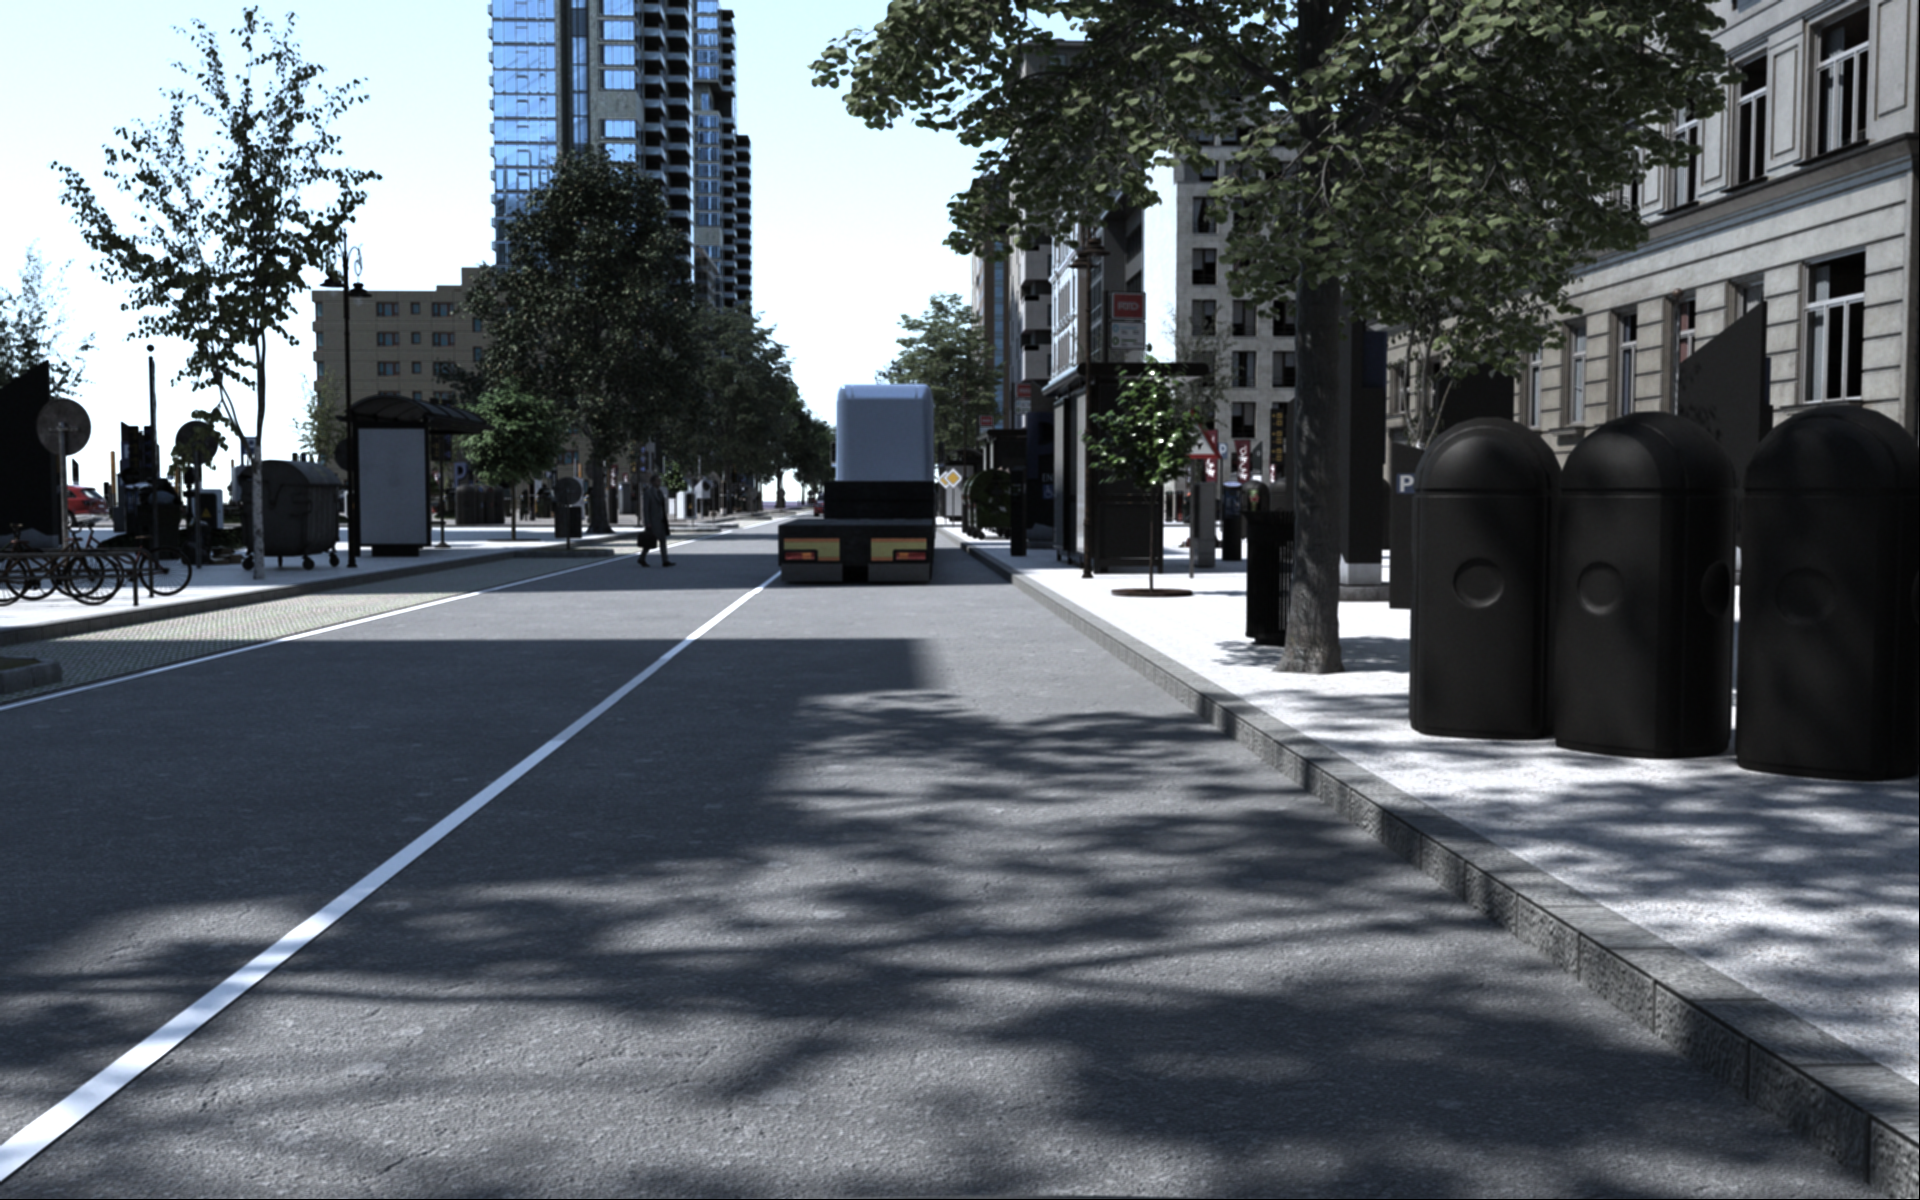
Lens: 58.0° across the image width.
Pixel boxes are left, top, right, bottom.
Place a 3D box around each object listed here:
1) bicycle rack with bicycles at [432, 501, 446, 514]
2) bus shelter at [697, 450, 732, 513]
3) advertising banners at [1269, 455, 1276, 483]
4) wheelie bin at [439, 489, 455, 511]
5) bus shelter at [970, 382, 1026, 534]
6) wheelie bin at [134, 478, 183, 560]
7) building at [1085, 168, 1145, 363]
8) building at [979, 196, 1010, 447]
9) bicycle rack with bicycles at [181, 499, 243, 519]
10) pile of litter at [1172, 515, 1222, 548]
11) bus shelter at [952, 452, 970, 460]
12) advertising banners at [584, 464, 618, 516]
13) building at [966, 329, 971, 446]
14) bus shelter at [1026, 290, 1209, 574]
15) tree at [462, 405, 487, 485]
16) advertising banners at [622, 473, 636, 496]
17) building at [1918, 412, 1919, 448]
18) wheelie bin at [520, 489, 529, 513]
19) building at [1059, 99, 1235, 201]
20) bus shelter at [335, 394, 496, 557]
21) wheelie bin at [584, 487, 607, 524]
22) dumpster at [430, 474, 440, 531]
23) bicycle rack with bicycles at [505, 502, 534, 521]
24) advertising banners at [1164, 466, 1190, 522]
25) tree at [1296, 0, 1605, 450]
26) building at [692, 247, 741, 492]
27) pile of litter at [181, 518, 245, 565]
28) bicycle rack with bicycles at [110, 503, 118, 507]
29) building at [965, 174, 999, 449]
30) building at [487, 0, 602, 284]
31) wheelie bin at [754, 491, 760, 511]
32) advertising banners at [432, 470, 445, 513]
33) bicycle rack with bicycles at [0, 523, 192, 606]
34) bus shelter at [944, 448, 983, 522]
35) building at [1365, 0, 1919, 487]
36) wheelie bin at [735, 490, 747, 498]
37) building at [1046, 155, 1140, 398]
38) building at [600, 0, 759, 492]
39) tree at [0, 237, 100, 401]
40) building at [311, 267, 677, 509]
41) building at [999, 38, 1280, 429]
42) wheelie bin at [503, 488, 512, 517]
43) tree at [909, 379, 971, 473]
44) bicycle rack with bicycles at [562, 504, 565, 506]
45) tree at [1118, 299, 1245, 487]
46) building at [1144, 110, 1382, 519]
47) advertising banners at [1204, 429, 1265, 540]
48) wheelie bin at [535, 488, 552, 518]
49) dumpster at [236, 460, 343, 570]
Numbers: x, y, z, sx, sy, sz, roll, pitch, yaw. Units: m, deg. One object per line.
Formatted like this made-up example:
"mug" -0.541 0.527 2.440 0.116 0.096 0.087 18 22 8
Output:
"bicycle rack with bicycles" -36.346 -6.481 119.341 2.925 0.926 2.852 -1 4 -9
"bus shelter" -17.167 -8.696 119.816 2.179 5.291 8.768 0 4 -2
"advertising banners" 9.830 -3.635 55.622 2.074 3.025 0.090 1 4 17
"wheelie bin" -29.007 -5.568 98.943 0.980 1.594 0.693 -2 4 -34
"bus shelter" 1.754 -5.042 60.071 2.179 5.291 8.768 0 4 -3
"wheelie bin" -15.667 -1.589 33.884 0.980 1.594 0.693 2 4 33
"building" 16.982 -18.078 114.645 14.314 24.678 30.058 0 4 -3
"building" 10.078 -37.261 259.328 14.600 45.320 14.200 0 4 -3
"bicycle rack with bicycles" -36.567 -4.365 84.757 2.925 0.926 2.852 3 4 39
"pile of litter" 5.872 -1.693 41.650 1.176 0.858 1.719 -2 4 -27
"bus shelter" 0.739 -6.607 85.652 2.179 5.291 8.768 0 4 -3
"advertising banners" -21.224 -6.496 102.392 2.074 3.025 0.090 0 4 2
"building" 7.957 -32.407 301.561 14.160 30.474 14.107 0 4 -3
"bus shelter" 2.734 -3.318 31.889 2.179 5.291 8.768 0 4 -3
"tree" -36.724 -10.646 124.417 4.737 8.622 4.395 0 3 0
"advertising banners" -26.518 -8.845 140.809 2.074 3.025 0.090 1 4 17
"building" 37.705 -16.713 91.279 19.932 24.808 12.078 0 4 -3
"wheelie bin" -28.279 -6.422 112.905 0.693 1.594 0.980 0 4 4
"building" 22.776 -29.538 174.833 32.217 40.220 23.993 0 4 -3
"bus shelter" -11.770 -2.692 37.936 2.014 3.302 5.546 0 4 -3
"wheelie bin" -15.792 -4.115 75.192 0.980 1.594 0.693 -2 4 -24
"dumpster" -13.826 -2.460 42.713 1.502 2.255 1.985 0 4 -2
"bicycle rack with bicycles" -21.447 -4.277 83.316 2.852 0.926 2.925 0 4 -4
"advertising banners" 10.186 -5.151 80.404 2.074 3.025 0.090 -3 5 -44
"tree" 6.927 -4.569 25.067 4.360 8.622 3.978 0 3 0
"building" -48.674 -34.349 253.484 32.217 40.220 23.993 0 4 -3
"pile of litter" -13.800 -1.106 32.044 1.176 0.858 1.719 0 4 2
"bicycle rack with bicycles" -63.149 -7.037 128.444 2.852 0.926 2.925 2 4 33
"building" 15.805 -42.260 280.181 28.713 52.752 27.495 0 4 -3
"building" -39.818 -53.659 190.003 22.319 86.520 31.000 0 4 -3
"wheelie bin" -15.504 -7.609 132.319 0.693 1.594 0.980 0 4 5
"advertising banners" -37.924 -8.029 127.462 2.074 3.025 0.090 1 4 17
"bicycle rack with bicycles" -10.774 -0.432 20.451 2.925 0.926 2.852 -1 4 -18
"bus shelter" 0.131 -5.163 78.339 2.014 3.302 5.546 0 4 -2
"building" 21.020 -12.666 40.367 16.112 22.955 30.059 0 4 -3
"wheelie bin" -17.953 -8.200 141.982 0.980 1.594 0.693 0 4 -8
"building" 14.505 -21.631 139.576 13.634 28.700 20.117 0 4 -3
"building" -43.766 -59.211 280.768 22.319 86.520 31.000 0 4 -3
"tree" -27.281 -6.109 50.250 4.360 8.622 3.978 0 3 0
"building" -41.674 -19.379 161.882 27.650 21.520 28.899 0 4 -3
"building" 20.025 -37.364 200.143 28.713 52.752 27.495 0 4 -3
"wheelie bin" -25.713 -5.480 97.504 0.693 1.594 0.980 3 5 43
"tree" -3.096 -15.753 167.925 12.009 13.543 11.850 0 3 0
"bicycle rack with bicycles" -25.529 -5.932 110.366 2.852 0.926 2.925 3 4 36
"tree" 8.626 -6.985 64.570 4.360 8.622 3.978 0 3 0
"building" 18.702 -14.391 90.042 16.860 20.320 10.420 0 4 -3
"advertising banners" 7.293 -3.066 46.318 0.090 3.025 2.074 -3 5 -44
"wheelie bin" -22.188 -5.175 92.516 0.693 1.594 0.980 2 4 32
"dumpster" -11.549 -1.475 29.880 1.264 1.857 1.865 0 4 -3
